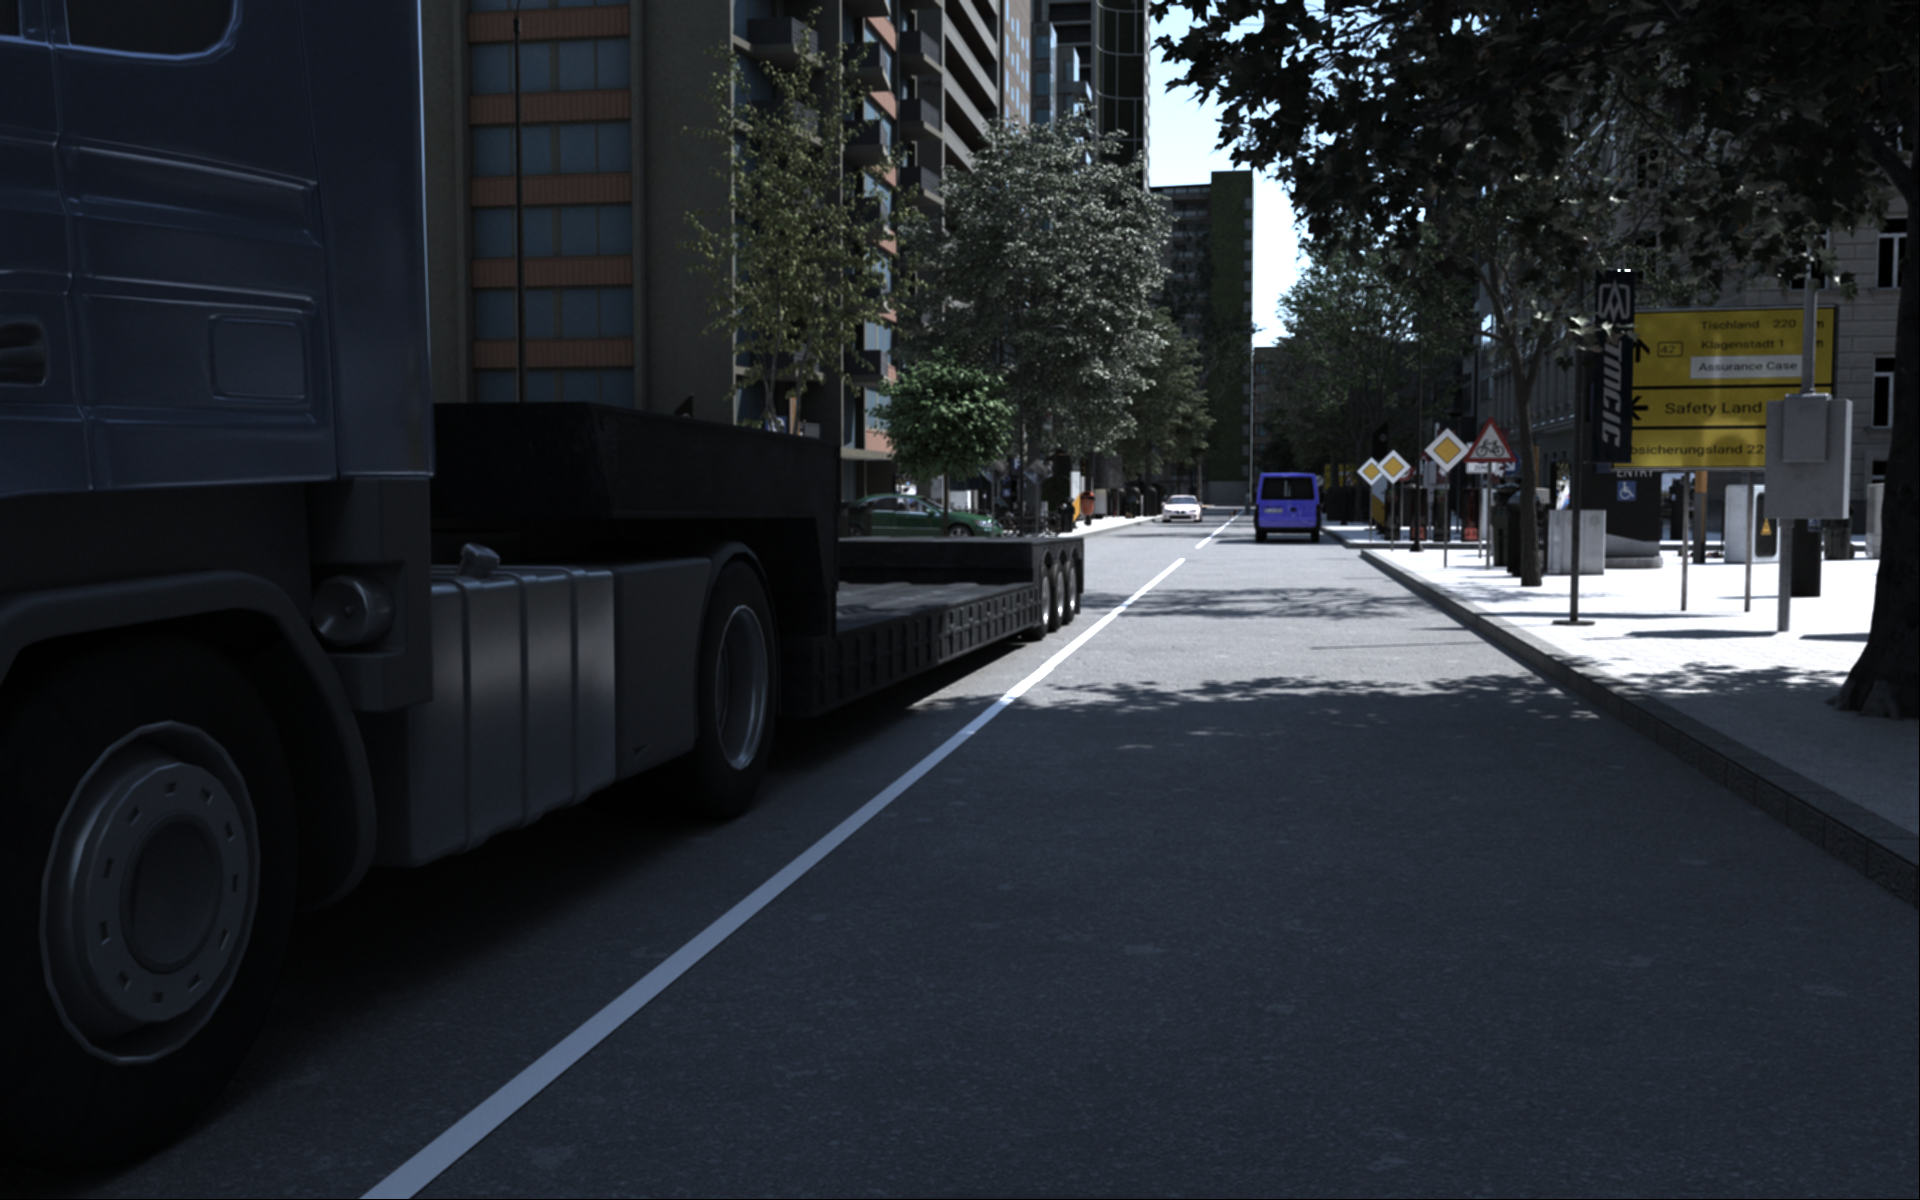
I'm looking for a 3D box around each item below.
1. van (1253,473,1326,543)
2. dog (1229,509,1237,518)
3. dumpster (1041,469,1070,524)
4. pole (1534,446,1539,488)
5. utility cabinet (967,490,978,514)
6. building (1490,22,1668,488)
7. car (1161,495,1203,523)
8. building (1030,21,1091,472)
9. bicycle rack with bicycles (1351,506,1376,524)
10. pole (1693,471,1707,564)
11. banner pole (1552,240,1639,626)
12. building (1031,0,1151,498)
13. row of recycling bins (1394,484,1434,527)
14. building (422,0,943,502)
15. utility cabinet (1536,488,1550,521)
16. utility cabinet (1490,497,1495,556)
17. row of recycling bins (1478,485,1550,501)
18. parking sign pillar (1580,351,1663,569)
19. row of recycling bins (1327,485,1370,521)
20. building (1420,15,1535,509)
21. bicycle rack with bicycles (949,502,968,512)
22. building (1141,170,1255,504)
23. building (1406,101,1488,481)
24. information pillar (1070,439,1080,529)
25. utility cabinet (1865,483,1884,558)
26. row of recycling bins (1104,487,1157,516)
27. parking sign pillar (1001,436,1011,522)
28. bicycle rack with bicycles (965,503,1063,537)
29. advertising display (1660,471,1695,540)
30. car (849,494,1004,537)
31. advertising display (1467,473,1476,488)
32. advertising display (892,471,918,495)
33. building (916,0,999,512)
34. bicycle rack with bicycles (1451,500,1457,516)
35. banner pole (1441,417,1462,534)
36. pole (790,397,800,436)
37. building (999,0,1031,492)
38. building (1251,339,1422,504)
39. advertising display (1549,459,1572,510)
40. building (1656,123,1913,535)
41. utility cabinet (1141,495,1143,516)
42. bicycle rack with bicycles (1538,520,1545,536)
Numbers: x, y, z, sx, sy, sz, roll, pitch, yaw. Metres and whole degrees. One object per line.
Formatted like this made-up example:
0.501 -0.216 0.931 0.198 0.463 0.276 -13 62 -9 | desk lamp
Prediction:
9.992 -2.954 52.681 2.240 2.365 5.245 1 4 11 | van
16.533 -5.239 104.952 0.406 0.507 0.540 1 4 19 | dog
3.731 -3.877 65.877 1.502 2.255 1.985 1 4 10 | dumpster
24.392 -4.862 73.336 0.158 3.312 0.155 0 3 0 | pole
0.639 -5.351 96.175 0.318 1.500 1.173 -1 4 -22 | utility cabinet
40.119 -19.453 94.476 17.030 29.872 44.131 1 4 10 | building
11.257 -4.601 87.580 2.083 1.381 4.827 1 4 10 | car
-2.170 -34.207 178.888 30.456 49.044 23.786 1 4 10 | building
18.233 -3.763 74.906 2.852 0.926 2.925 -2 4 -24 | bicycle rack with bicycles
13.673 -2.330 31.946 0.158 3.312 0.155 0 3 0 | pole
6.268 -1.651 17.015 0.863 3.779 0.401 -1 4 -17 | banner pole
14.006 -48.278 227.604 20.611 71.187 20.563 1 4 10 | building
18.448 -3.816 69.503 1.069 1.692 3.534 2 4 31 | row of recycling bins
-12.958 -25.710 74.981 22.147 44.769 28.867 1 4 10 | building
21.983 -3.496 65.836 1.173 1.500 0.318 -3 5 -42 | utility cabinet
11.378 -1.531 36.192 0.306 1.237 1.020 2 4 32 | utility cabinet
24.505 -4.227 76.220 3.534 1.692 1.069 0 4 3 | row of recycling bins
11.532 -2.552 30.205 1.447 3.967 1.447 0 4 -7 | parking sign pillar
19.028 -4.714 84.188 1.069 1.692 3.534 3 5 43 | row of recycling bins
49.447 -50.299 135.065 22.319 86.520 31.000 1 4 10 | building
0.082 -3.714 74.110 2.925 0.926 2.852 0 4 -7 | bicycle rack with bicycles
30.464 -32.927 221.948 14.086 41.232 14.154 1 4 10 | building
55.035 -31.264 165.787 22.147 44.769 28.867 1 4 10 | building
4.231 -4.426 63.726 0.183 3.616 0.504 3 5 44 | information pillar
18.243 -1.575 34.432 0.318 1.500 1.173 1 4 21 | utility cabinet
9.632 -5.668 99.789 3.534 1.692 1.069 1 4 18 | row of recycling bins
2.136 -5.597 79.977 1.447 3.967 1.447 0 4 0 | parking sign pillar
1.733 -2.341 51.659 2.925 0.926 2.852 0 4 -2 | bicycle rack with bicycles
20.303 -2.677 48.977 0.974 1.923 0.123 2 4 29 | advertising display
-1.300 -2.053 45.370 4.920 1.459 2.131 1 4 10 | car
15.274 -2.849 51.795 0.123 1.923 0.974 1 4 8 | advertising display
-1.535 -2.635 48.290 0.123 1.923 0.974 3 4 38 | advertising display
-9.667 -29.619 107.968 21.300 48.544 21.600 1 4 10 | building
30.847 -5.606 105.044 2.852 0.926 2.925 -1 4 -17 | bicycle rack with bicycles
15.954 -4.047 56.185 0.863 3.779 0.401 3 5 40 | banner pole
-3.489 -2.616 36.617 0.158 3.312 0.155 0 3 0 | pole
-2.457 -29.465 131.868 14.600 45.320 14.200 1 4 10 | building
52.762 -23.256 225.266 28.899 21.520 27.650 1 4 10 | building
11.233 -1.664 32.424 0.123 1.923 0.974 2 4 35 | advertising display
37.676 -15.932 57.749 25.104 27.353 12.463 1 4 10 | building
10.899 -5.615 102.964 0.306 1.237 1.020 3 5 39 | utility cabinet
18.178 -2.474 53.830 2.925 0.926 2.852 0 4 -4 | bicycle rack with bicycles
